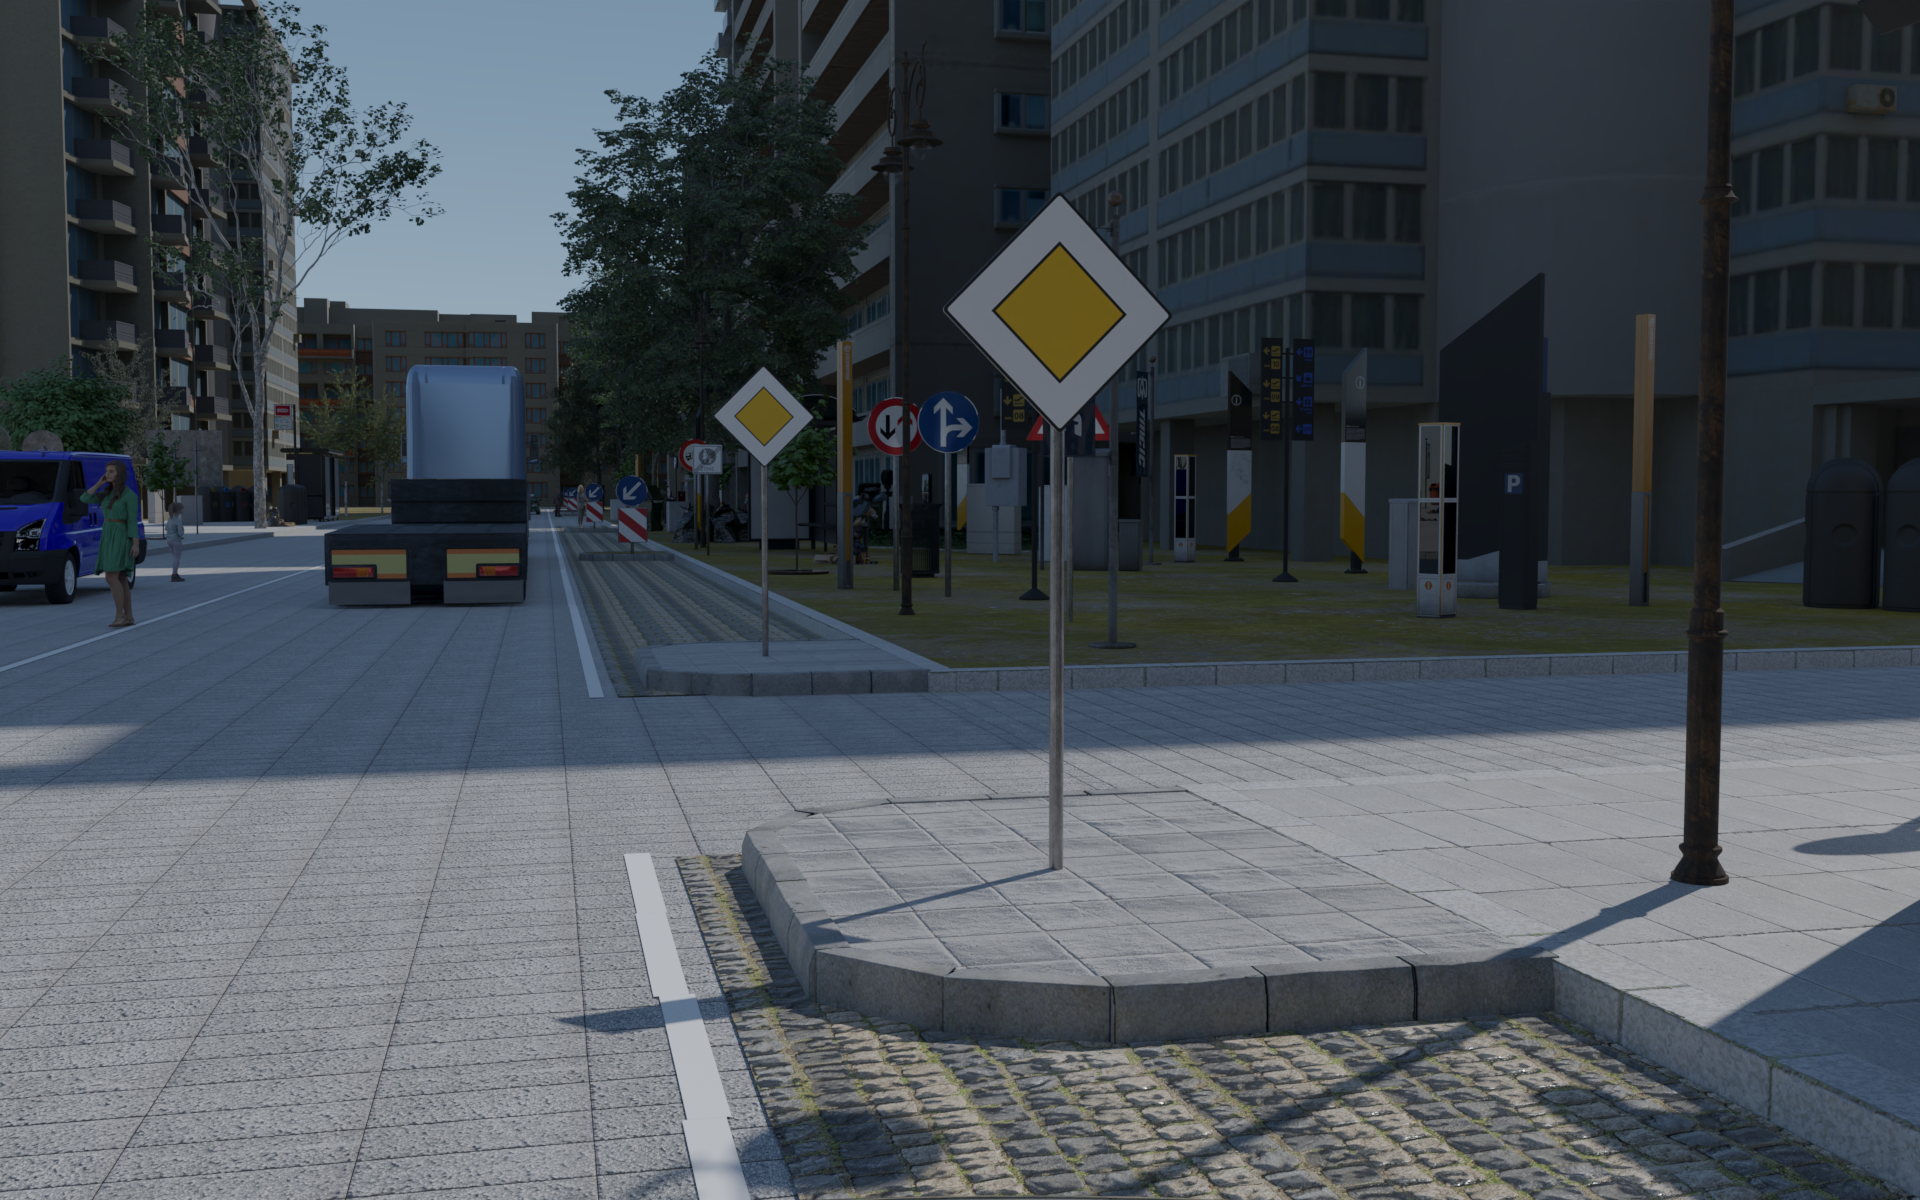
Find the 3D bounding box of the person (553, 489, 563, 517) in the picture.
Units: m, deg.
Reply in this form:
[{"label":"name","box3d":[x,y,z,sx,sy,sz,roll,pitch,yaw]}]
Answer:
[{"label":"person","box3d":[-25.100,-6.066,108.237,0.434,1.755,0.990,-3,5,-41]}]

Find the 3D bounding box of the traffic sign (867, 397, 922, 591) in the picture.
[{"label":"traffic sign","box3d":[-0.844,-1.394,22.896,0.768,2.556,0.104,0,4,-8]}]

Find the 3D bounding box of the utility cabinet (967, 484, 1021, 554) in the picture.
[{"label":"utility cabinet","box3d":[0.723,-1.715,36.720,1.173,1.500,0.318,2,4,31]}]

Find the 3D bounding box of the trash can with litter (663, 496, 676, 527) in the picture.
[{"label":"trash can with litter","box3d":[-11.688,-3.459,67.616,1.678,1.210,2.233,3,5,45]}]

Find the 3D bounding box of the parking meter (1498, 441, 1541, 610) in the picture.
[{"label":"parking meter","box3d":[6.217,-0.830,19.287,0.255,1.863,0.399,-3,4,-38]}]

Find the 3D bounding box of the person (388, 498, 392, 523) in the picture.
[{"label":"person","box3d":[-25.190,-4.185,77.119,0.583,1.804,0.606,1,4,14]}]

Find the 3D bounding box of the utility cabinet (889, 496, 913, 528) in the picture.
[{"label":"utility cabinet","box3d":[-1.696,-2.369,49.889,0.306,1.237,1.020,2,4,23]}]

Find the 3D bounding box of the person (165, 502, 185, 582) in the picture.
[{"label":"person","box3d":[-12.816,-0.951,28.329,0.425,1.301,0.394,1,4,19]}]

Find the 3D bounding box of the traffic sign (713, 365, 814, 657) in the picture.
[{"label":"traffic sign","box3d":[-1.541,-0.611,13.633,0.795,2.450,0.064,-1,4,-13]}]

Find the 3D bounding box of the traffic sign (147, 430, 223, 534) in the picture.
[{"label":"traffic sign","box3d":[-24.632,-3.744,55.083,2.265,3.308,0.079,0,4,-7]}]

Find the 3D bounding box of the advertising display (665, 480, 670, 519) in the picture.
[{"label":"advertising display","box3d":[-13.399,-4.536,79.381,0.123,1.923,0.974,0,4,-1]}]

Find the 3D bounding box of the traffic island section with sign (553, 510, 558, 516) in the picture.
[{"label":"traffic island section with sign","box3d":[-25.321,-6.363,112.659,1.989,1.847,2.006,-1,4,-13]}]

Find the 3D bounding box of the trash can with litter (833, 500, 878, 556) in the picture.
[{"label":"trash can with litter","box3d":[-2.077,-1.376,33.887,0.624,1.170,1.055,1,4,20]}]

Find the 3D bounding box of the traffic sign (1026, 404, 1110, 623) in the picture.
[{"label":"traffic sign","box3d":[1.096,-1.055,17.247,0.884,2.594,0.081,0,4,-5]}]

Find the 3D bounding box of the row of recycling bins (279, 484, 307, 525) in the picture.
[{"label":"row of recycling bins","box3d":[-28.231,-4.054,73.388,1.069,1.692,3.534,-1,4,-16]}]

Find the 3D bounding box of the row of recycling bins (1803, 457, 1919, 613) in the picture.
[{"label":"row of recycling bins","box3d":[10.959,-0.707,18.677,1.069,1.692,3.534,-3,5,-44]}]

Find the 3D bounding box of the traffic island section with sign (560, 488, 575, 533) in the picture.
[{"label":"traffic island section with sign","box3d":[-13.773,-3.423,64.599,1.989,1.847,2.006,-1,4,-13]}]

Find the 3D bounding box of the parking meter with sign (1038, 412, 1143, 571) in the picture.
[{"label":"parking meter with sign","box3d":[2.185,-2.001,28.978,1.738,3.016,0.543,1,4,15]}]

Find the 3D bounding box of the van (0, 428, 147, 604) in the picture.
[{"label":"van","box3d":[-12.917,-1.204,24.063,2.240,2.365,5.245,-1,4,-13]}]

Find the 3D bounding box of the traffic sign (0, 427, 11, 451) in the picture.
[{"label":"traffic sign","box3d":[-17.357,-1.886,30.945,0.768,2.556,0.104,-1,4,-11]}]

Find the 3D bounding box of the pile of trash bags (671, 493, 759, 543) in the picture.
[{"label":"pile of trash bags","box3d":[-6.228,-2.259,46.681,1.912,1.369,3.447,1,4,22]}]

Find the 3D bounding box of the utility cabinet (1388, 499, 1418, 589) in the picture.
[{"label":"utility cabinet","box3d":[6.218,-0.772,23.782,0.306,1.237,1.020,3,4,36]}]

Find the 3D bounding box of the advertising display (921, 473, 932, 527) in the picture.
[{"label":"advertising display","box3d":[-1.018,-2.925,53.044,0.123,1.923,0.974,-1,4,-14]}]

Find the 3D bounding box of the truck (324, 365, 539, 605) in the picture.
[{"label":"truck","box3d":[-8.949,-2.505,30.708,2.967,4.110,18.799,-1,4,-14]}]

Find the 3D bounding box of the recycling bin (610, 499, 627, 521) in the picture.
[{"label":"recycling bin","box3d":[-16.080,-4.223,81.599,0.722,1.027,0.722,0,4,-7]}]

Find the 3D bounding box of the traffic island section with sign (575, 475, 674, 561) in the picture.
[{"label":"traffic island section with sign","box3d":[-7.269,-1.774,37.637,1.989,1.847,2.006,-1,4,-13]}]

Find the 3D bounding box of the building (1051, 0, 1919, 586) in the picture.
[{"label":"building","box3d":[16.048,-21.276,39.742,23.993,40.220,32.217,-1,4,-13]}]

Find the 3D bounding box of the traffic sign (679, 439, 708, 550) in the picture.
[{"label":"traffic sign","box3d":[-6.100,-2.439,39.990,0.768,2.556,0.104,0,4,-8]}]

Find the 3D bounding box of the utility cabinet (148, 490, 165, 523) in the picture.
[{"label":"utility cabinet","box3d":[-35.112,-4.094,75.616,0.318,1.500,1.173,0,4,-6]}]

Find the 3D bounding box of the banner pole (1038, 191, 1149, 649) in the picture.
[{"label":"banner pole","box3d":[1.059,-1.488,14.351,0.863,3.779,0.401,-1,4,-16]}]

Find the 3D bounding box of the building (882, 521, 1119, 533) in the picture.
[{"label":"building","box3d":[5.841,-27.096,66.721,21.300,48.544,21.600,-1,4,-13]}]

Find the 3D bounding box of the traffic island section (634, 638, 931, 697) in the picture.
[{"label":"traffic island section","box3d":[-1.520,0.524,13.715,2.009,0.180,2.903,-1,4,-13]}]

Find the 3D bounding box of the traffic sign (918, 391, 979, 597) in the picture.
[{"label":"traffic sign","box3d":[-0.148,-1.311,21.544,0.768,2.556,0.104,0,4,-6]}]

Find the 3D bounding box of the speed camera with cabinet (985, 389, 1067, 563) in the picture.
[{"label":"speed camera with cabinet","box3d":[1.521,-2.337,32.548,2.038,3.252,0.660,1,4,19]}]

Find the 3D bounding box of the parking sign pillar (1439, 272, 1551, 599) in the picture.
[{"label":"parking sign pillar","box3d":[6.693,-2.034,21.725,1.447,3.967,1.447,3,5,41]}]

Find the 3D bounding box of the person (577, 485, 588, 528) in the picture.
[{"label":"person","box3d":[-15.497,-3.825,71.229,0.526,1.800,0.537,3,5,45]}]

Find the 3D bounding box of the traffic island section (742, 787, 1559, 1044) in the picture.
[{"label":"traffic island section","box3d":[0.347,0.999,5.951,2.009,0.180,2.903,-1,4,-13]}]

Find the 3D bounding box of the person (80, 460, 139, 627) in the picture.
[{"label":"person","box3d":[-9.014,-0.601,18.572,0.600,1.795,0.529,1,4,10]}]

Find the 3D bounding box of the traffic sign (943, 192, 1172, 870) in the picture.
[{"label":"traffic sign","box3d":[0.326,-0.136,5.868,0.795,2.450,0.064,-1,4,-13]}]

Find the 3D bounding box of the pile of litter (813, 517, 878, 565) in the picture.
[{"label":"pile of litter","box3d":[-2.123,-1.097,31.898,1.176,0.858,1.719,-1,4,-13]}]

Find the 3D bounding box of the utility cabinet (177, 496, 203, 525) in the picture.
[{"label":"utility cabinet","box3d":[-31.782,-3.689,71.473,0.306,1.237,1.020,2,4,28]}]

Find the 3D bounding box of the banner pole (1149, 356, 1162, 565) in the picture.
[{"label":"banner pole","box3d":[3.357,-2.523,31.261,0.401,3.779,0.863,2,4,33]}]

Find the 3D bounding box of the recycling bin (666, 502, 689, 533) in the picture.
[{"label":"recycling bin","box3d":[-9.383,-2.759,57.671,0.722,1.027,0.722,-1,4,-14]}]

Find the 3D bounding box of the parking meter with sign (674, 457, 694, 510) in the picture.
[{"label":"parking meter with sign","box3d":[-12.560,-5.223,81.660,1.738,3.016,0.543,-1,4,-22]}]

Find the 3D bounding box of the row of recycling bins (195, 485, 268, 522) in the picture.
[{"label":"row of recycling bins","box3d":[-33.664,-4.455,79.952,1.069,1.692,3.534,2,4,32]}]

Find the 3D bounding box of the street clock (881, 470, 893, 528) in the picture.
[{"label":"street clock","box3d":[-2.146,-2.858,51.294,0.358,2.002,0.471,2,4,23]}]

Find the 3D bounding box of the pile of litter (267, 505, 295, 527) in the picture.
[{"label":"pile of litter","box3d":[-26.733,-3.307,68.031,1.176,0.858,1.719,-1,4,-20]}]

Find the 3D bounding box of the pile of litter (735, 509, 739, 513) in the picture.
[{"label":"pile of litter","box3d":[-7.040,-2.432,53.723,1.176,0.858,1.719,-1,4,-16]}]

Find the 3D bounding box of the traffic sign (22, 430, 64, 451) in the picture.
[{"label":"traffic sign","box3d":[-18.284,-2.107,34.553,0.768,2.556,0.104,-1,4,-12]}]

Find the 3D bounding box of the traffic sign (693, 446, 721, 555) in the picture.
[{"label":"traffic sign","box3d":[-5.256,-2.076,36.080,0.606,2.300,0.079,-1,4,-9]}]
